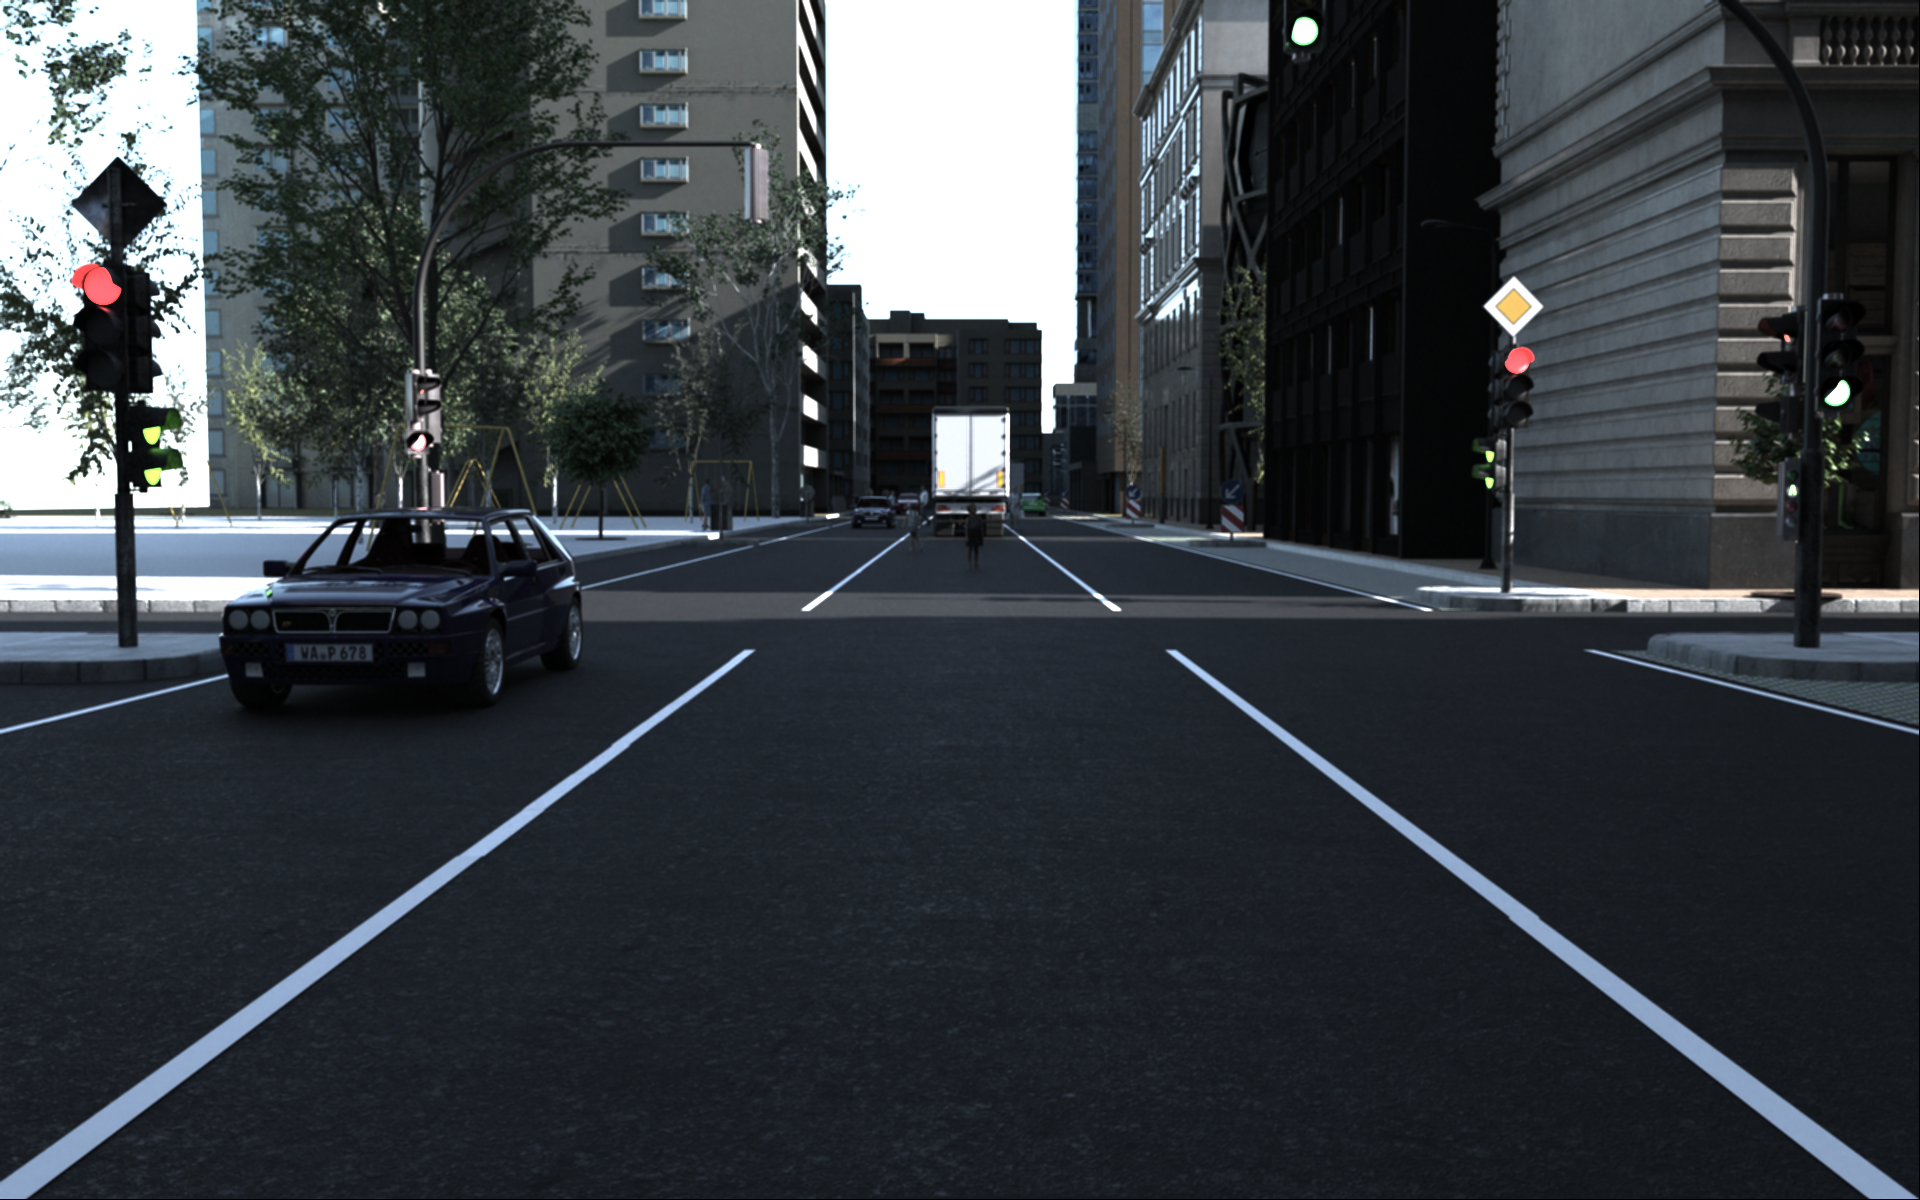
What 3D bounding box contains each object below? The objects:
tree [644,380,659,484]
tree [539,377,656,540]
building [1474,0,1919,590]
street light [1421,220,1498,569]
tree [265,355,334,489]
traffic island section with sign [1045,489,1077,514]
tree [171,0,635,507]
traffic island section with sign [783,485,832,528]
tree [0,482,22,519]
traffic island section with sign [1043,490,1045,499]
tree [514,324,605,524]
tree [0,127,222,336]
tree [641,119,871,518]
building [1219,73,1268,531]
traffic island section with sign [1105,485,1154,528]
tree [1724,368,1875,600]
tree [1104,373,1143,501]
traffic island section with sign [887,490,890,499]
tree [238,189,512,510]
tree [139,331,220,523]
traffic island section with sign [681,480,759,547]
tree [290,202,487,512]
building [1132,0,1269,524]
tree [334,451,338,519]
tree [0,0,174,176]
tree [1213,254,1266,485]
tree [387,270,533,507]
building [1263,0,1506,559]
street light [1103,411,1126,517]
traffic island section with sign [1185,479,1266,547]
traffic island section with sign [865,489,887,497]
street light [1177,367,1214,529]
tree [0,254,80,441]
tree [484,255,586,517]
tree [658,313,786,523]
[{"bbox_3d":[-11.923,-7.707,76.368,4.360,8.622,3.978,0,3,0],"label":"tree"},{"bbox_3d":[-10.192,-3.977,48.734,4.285,4.588,4.351,0,3,0],"label":"tree"},{"bbox_3d":[19.297,-12.136,27.305,19.941,23.489,11.050,0,3,0],"label":"building"},{"bbox_3d":[8.514,-3.485,29.521,1.470,5.913,1.316,0,3,0],"label":"street light"},{"bbox_3d":[-33.259,-8.074,82.371,4.737,8.622,4.395,0,3,0],"label":"tree"},{"bbox_3d":[7.353,-7.074,124.294,1.989,1.847,2.006,0,3,0],"label":"traffic island section with sign"},{"bbox_3d":[-9.136,-6.351,29.594,9.928,11.665,9.643,0,3,0],"label":"tree"},{"bbox_3d":[-6.577,-4.059,74.997,1.989,1.847,2.006,0,3,0],"label":"traffic island section with sign"},{"bbox_3d":[-59.088,-11.521,90.193,18.604,14.587,13.155,-1,4,-20],"label":"tree"},{"bbox_3d":[7.409,-8.723,151.250,1.989,1.847,2.006,0,3,0],"label":"traffic island section with sign"},{"bbox_3d":[-17.437,-7.626,75.050,4.737,8.622,4.395,0,3,0],"label":"tree"},{"bbox_3d":[-16.799,-5.118,34.045,4.737,8.622,4.395,0,3,0],"label":"tree"},{"bbox_3d":[-10.736,-14.351,90.521,12.611,20.169,13.585,0,3,0],"label":"tree"},{"bbox_3d":[17.871,-11.984,63.396,16.820,18.784,16.811,0,3,0],"label":"building"},{"bbox_3d":[7.249,-4.016,74.296,1.989,1.847,2.006,0,3,0],"label":"traffic island section with sign"},{"bbox_3d":[10.488,-1.638,21.383,1.663,3.219,1.824,0,3,0],"label":"tree"},{"bbox_3d":[10.613,-9.471,105.211,4.360,8.622,3.978,0,3,0],"label":"tree"},{"bbox_3d":[-6.411,-8.725,151.288,1.989,1.847,2.006,0,3,0],"label":"traffic island section with sign"},{"bbox_3d":[-21.667,-9.013,64.366,9.611,12.733,9.660,0,3,0],"label":"tree"},{"bbox_3d":[-34.567,-7.701,76.272,4.360,8.622,3.978,0,3,0],"label":"tree"},{"bbox_3d":[-6.616,-2.411,48.041,1.989,1.847,2.006,0,3,0],"label":"traffic island section with sign"},{"bbox_3d":[-15.405,-5.773,44.747,4.360,8.622,3.978,0,3,0],"label":"tree"},{"bbox_3d":[15.749,-17.562,84.406,12.463,27.353,25.104,0,3,0],"label":"building"},{"bbox_3d":[-32.958,-8.593,90.852,4.737,8.622,4.395,0,3,0],"label":"tree"},{"bbox_3d":[-28.046,-11.651,46.380,12.611,20.169,13.585,0,3,0],"label":"tree"},{"bbox_3d":[9.535,-6.245,52.475,4.737,8.622,4.395,0,3,0],"label":"tree"},{"bbox_3d":[-25.100,-10.307,86.654,7.486,12.596,7.792,0,3,0],"label":"tree"},{"bbox_3d":[14.886,-12.948,41.385,12.332,23.373,15.834,0,3,0],"label":"building"},{"bbox_3d":[8.739,-7.642,97.486,1.470,5.913,1.316,0,3,0],"label":"street light"},{"bbox_3d":[7.187,-2.355,47.139,1.989,1.847,2.006,0,3,0],"label":"traffic island section with sign"},{"bbox_3d":[-6.459,-7.077,124.333,1.989,1.847,2.006,0,3,0],"label":"traffic island section with sign"},{"bbox_3d":[8.606,-5.550,63.279,1.470,5.913,1.316,0,3,0],"label":"street light"},{"bbox_3d":[-35.460,-7.755,61.205,7.601,10.594,8.767,0,4,4],"label":"tree"},{"bbox_3d":[-14.653,-6.359,54.336,4.360,8.622,3.978,0,3,0],"label":"tree"},{"bbox_3d":[-9.500,-7.390,71.194,4.360,8.622,3.978,0,3,0],"label":"tree"}]
